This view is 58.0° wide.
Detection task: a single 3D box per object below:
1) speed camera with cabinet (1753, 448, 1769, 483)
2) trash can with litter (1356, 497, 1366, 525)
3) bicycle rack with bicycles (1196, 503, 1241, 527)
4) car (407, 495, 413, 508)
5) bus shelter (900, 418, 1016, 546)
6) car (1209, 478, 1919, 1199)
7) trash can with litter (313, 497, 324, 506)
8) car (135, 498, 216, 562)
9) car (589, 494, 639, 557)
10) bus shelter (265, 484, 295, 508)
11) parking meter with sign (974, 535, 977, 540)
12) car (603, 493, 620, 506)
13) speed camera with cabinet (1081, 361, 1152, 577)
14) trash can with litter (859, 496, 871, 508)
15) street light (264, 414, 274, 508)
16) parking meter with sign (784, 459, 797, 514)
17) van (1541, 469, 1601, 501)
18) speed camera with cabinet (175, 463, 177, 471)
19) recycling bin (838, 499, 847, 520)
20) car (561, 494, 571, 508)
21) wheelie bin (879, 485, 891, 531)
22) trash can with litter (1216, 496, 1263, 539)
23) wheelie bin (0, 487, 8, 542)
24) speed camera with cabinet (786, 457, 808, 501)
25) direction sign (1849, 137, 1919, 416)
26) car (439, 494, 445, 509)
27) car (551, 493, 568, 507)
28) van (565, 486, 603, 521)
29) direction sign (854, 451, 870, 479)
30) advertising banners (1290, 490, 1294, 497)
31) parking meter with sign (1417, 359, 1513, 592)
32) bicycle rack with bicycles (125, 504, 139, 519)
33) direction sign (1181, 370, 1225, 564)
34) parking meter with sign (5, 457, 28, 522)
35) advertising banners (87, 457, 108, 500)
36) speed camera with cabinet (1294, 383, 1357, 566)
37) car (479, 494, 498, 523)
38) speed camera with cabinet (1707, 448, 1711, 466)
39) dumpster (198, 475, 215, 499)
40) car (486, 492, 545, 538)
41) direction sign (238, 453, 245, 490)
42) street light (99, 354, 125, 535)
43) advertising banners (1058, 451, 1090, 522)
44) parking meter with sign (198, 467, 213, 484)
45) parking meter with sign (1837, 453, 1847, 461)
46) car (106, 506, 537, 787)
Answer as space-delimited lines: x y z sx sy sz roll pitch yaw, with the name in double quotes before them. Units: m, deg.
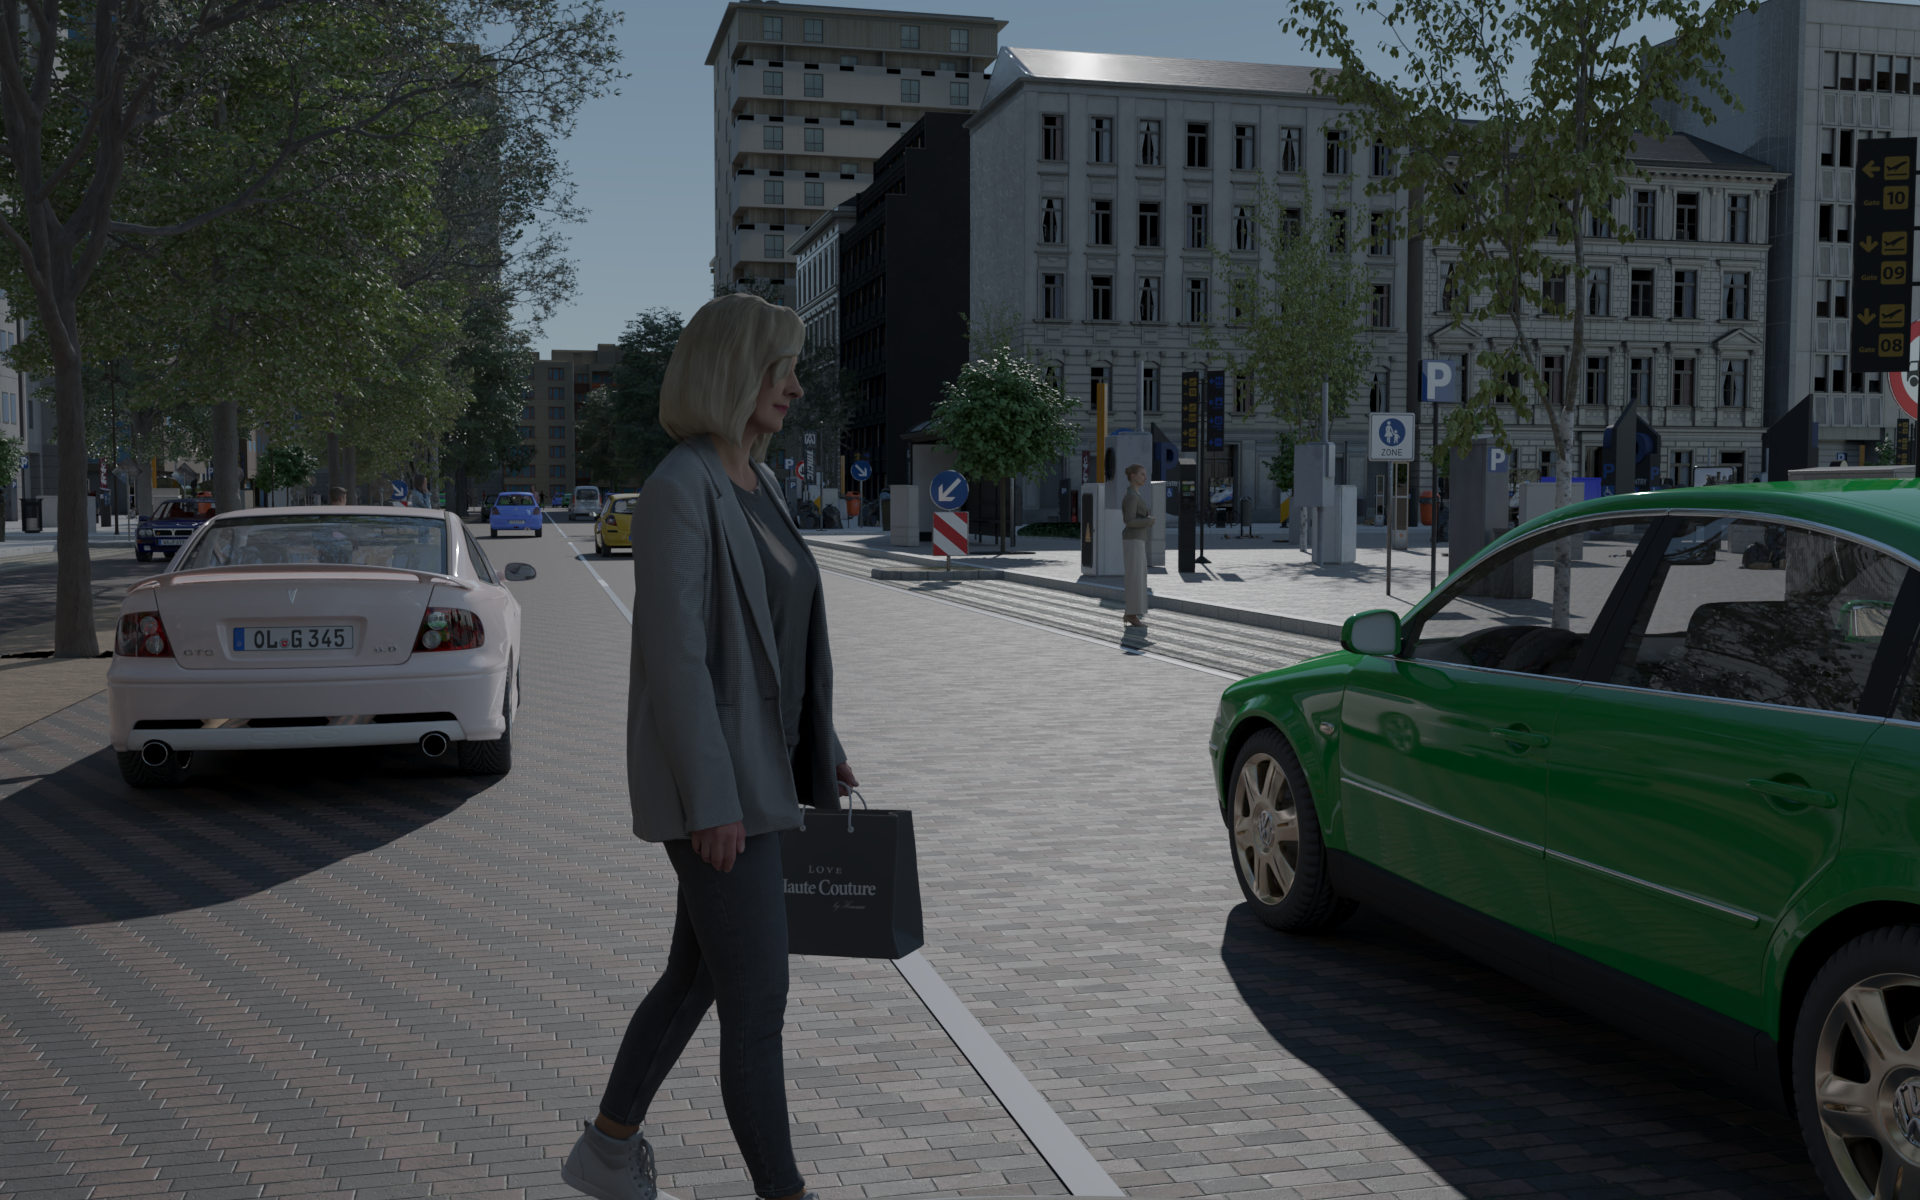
"speed camera with cabinet" 34.569 -4.963 75.477 0.660 3.252 2.038 0 4 -7
"trash can with litter" 16.455 -3.795 73.114 2.233 1.210 1.678 0 4 7
"bicycle rack with bicycles" 9.410 -3.416 69.232 2.925 0.926 2.852 2 4 34
"car" -37.921 -6.671 121.438 2.083 1.381 4.827 -1 4 -14
"bus shelter" 0.019 -3.092 44.477 2.014 3.302 5.546 -1 4 -14
"car" 2.195 0.259 4.564 1.959 1.807 4.718 -1 4 -15
"trash can with litter" -45.783 -6.896 124.142 0.624 1.170 1.055 2 4 25
"car" -16.875 -1.559 38.069 1.945 1.354 3.894 -1 4 -13
"car" -7.730 -1.885 41.044 2.015 1.641 3.980 -1 4 -15
"bus shelter" -38.599 -6.434 99.125 2.014 3.302 5.546 -1 4 -14
"parking meter with sign" -0.377 -3.186 48.345 1.738 3.016 0.543 -1 4 -9
"car" -27.326 -7.787 136.903 1.945 1.707 3.694 -1 4 -13
"speed camera with cabinet" 2.367 -1.966 26.484 0.660 3.252 2.038 -1 4 -10
"trash can with litter" -4.486 -4.566 86.047 1.055 1.170 0.624 1 4 20
"street light" -34.859 -7.032 87.754 0.468 5.910 1.993 -1 4 -14
"parking meter with sign" -8.188 -5.379 84.204 0.543 3.016 1.738 -1 4 -13
"van" 22.060 -3.548 62.399 5.245 2.365 2.240 -1 4 -13
"speed camera with cabinet" -43.448 -6.114 94.294 2.038 3.252 0.660 -1 4 -9
"recycling bin" -6.013 -4.439 85.134 0.722 1.027 0.722 2 4 29
"car" -40.271 -10.415 179.083 1.959 1.807 4.718 -1 4 -15
"wheelie bin" -2.406 -3.195 60.153 0.693 1.594 0.980 1 4 14
"trash can with litter" 7.971 -2.383 50.014 1.678 1.210 2.233 3 5 40
"wheelie bin" -25.916 -2.357 46.445 0.693 1.594 0.980 -2 4 -29
"speed camera with cabinet" -8.192 -5.947 91.567 2.038 3.252 0.660 2 4 23
"direction sign" 6.151 -1.166 11.062 0.876 3.537 0.379 1 4 12
"car" -44.321 -8.513 147.980 1.959 1.807 4.718 -1 4 -14
"car" -43.652 -10.974 189.007 1.945 1.707 3.694 -1 4 -15
"van" -20.474 -5.353 94.534 2.013 2.044 4.112 -1 4 -16
"direction sign" -5.218 -6.117 92.006 0.876 3.537 0.379 -2 4 -25
"advertising banners" 12.296 -4.134 63.778 0.090 3.025 2.074 2 4 25
"parking meter with sign" 6.532 -1.564 21.828 0.543 3.016 1.738 -2 4 -24
"bicycle rack with bicycles" -40.760 -4.606 88.696 2.925 0.926 2.852 1 4 11
"direction sign" 4.477 -2.446 31.982 0.876 3.537 0.379 3 4 36
"parking meter with sign" -44.384 -5.167 80.740 1.738 3.016 0.543 0 4 8
"advertising banners" -40.420 -5.161 80.572 0.090 3.025 2.074 1 4 20
"speed camera with cabinet" 6.657 -2.274 31.516 0.660 3.252 2.038 2 4 29
"car" -23.608 -4.823 88.645 2.009 1.686 4.222 -1 4 -14
"speed camera with cabinet" 32.244 -4.835 73.389 0.660 3.252 2.038 0 4 -5
"dumpster" -37.514 -5.167 86.969 1.502 2.255 1.985 -1 4 -14
"car" -14.972 -2.985 58.389 1.945 1.707 3.694 -1 4 -15
"direction sign" -39.294 -6.285 94.763 0.379 3.537 0.876 -3 5 -42
"street light" -26.610 -4.997 54.487 0.468 5.910 1.993 -1 4 -14
"advertising banners" 4.649 -4.545 70.499 0.090 3.025 2.074 -2 4 -33
"parking meter with sign" -48.886 -7.076 111.945 0.543 3.016 1.738 1 4 12
"parking meter with sign" 38.058 -4.718 73.394 1.738 3.016 0.543 -1 4 -12
"car" -3.515 0.144 10.007 2.083 1.381 4.827 -1 4 -13
